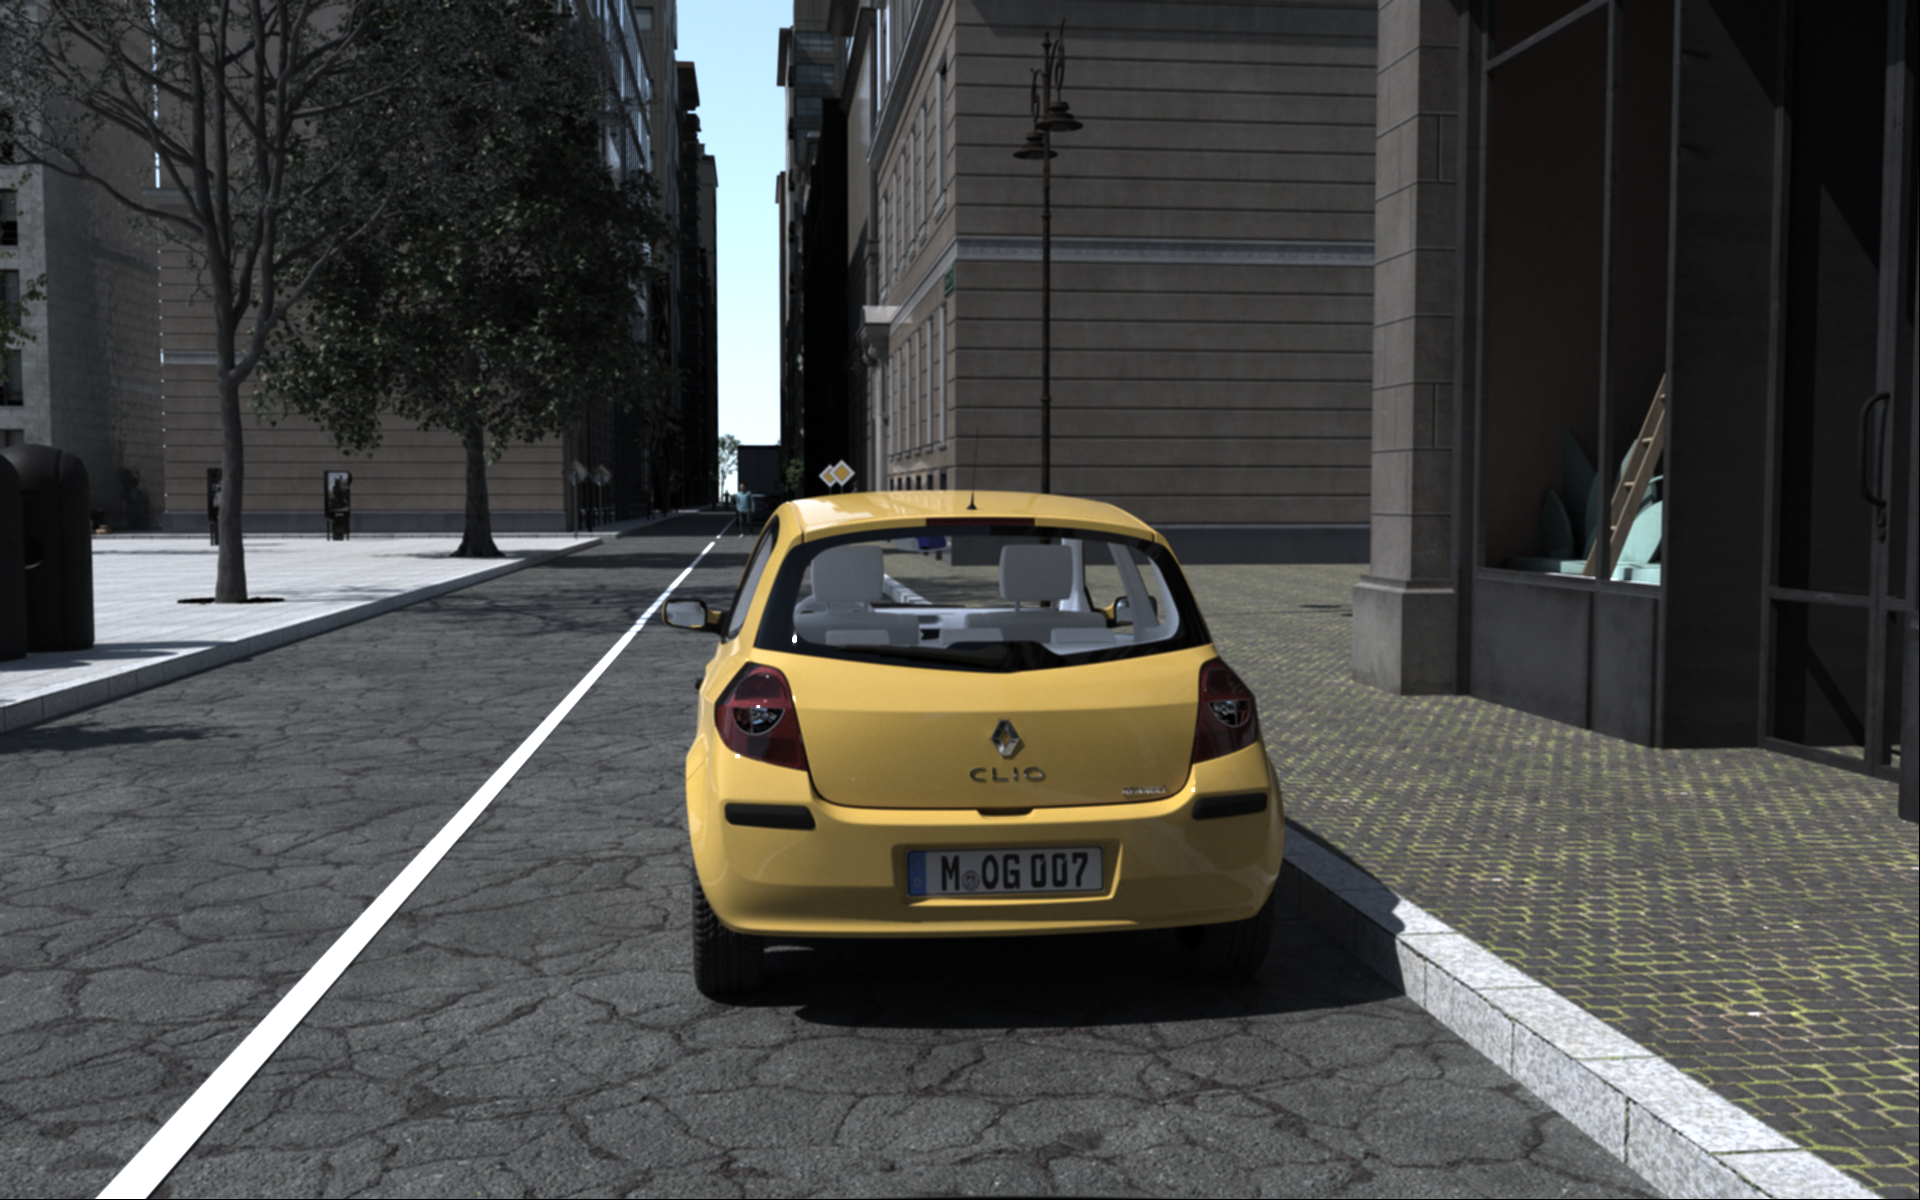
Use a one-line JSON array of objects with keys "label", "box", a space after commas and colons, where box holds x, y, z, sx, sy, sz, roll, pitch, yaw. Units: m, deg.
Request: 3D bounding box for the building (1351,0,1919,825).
[{"label": "building", "box": [7.252, -9.758, 10.459, 10.553, 20.767, 40.483, 0, 4, -7]}]

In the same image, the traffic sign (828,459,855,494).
[{"label": "traffic sign", "box": [-3.413, -2.837, 50.030, 0.795, 2.450, 0.064, 0, 4, -7]}]

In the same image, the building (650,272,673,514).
[{"label": "building", "box": [-27.406, -15.023, 113.085, 16.820, 18.784, 16.811, 0, 4, -7]}]

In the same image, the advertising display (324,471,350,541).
[{"label": "advertising display", "box": [-17.254, -2.617, 47.997, 0.123, 1.923, 0.974, 1, 4, 17]}]

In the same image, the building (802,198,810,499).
[{"label": "building", "box": [-2.747, -16.584, 100.820, 12.332, 23.373, 15.834, 0, 4, -7]}]

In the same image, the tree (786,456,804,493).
[{"label": "tree", "box": [-11.992, -9.262, 135.146, 4.285, 4.588, 4.351, 0, 3, 0]}]

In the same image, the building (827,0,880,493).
[{"label": "building", "box": [10.257, -14.298, 67.056, 30.059, 22.955, 16.112, 0, 4, -7]}]

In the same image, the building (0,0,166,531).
[{"label": "building", "box": [-37.463, -12.438, 58.109, 16.860, 20.320, 10.420, 0, 4, -7]}]

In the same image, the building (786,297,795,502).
[{"label": "building", "box": [-2.687, -19.756, 168.047, 27.650, 21.520, 28.899, 0, 4, -7]}]

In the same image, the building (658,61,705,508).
[{"label": "building", "box": [-36.933, -31.640, 171.944, 22.147, 44.769, 28.867, 0, 4, -7]}]

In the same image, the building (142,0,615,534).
[{"label": "building", "box": [-20.282, -17.077, 65.106, 13.634, 28.700, 20.117, 0, 4, -7]}]

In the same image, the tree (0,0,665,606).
[{"label": "tree", "box": [-8.468, -6.710, 20.084, 12.009, 13.543, 11.850, 0, 3, 0]}]

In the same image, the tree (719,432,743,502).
[{"label": "tree", "box": [-39.663, -22.263, 289.748, 9.928, 11.665, 9.643, 0, 3, 0]}]

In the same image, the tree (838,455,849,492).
[{"label": "tree", "box": [-4.591, -4.937, 75.325, 1.663, 3.219, 1.824, 0, 3, 0]}]

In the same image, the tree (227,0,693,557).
[{"label": "tree", "box": [-10.031, -7.234, 35.278, 9.611, 12.733, 9.660, 0, 3, 0]}]

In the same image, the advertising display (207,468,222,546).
[{"label": "advertising display", "box": [-18.567, -2.333, 43.359, 0.123, 1.923, 0.974, 0, 4, -1]}]

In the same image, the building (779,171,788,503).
[{"label": "building", "box": [-17.425, -35.761, 234.807, 14.600, 45.320, 14.200, 0, 4, -7]}]

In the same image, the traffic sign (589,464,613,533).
[{"label": "traffic sign", "box": [-11.837, -3.270, 57.106, 0.795, 2.450, 0.064, 0, 4, -7]}]

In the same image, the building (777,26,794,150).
[{"label": "building", "box": [-5.943, -37.067, 195.288, 28.713, 52.752, 27.495, 0, 4, -7]}]

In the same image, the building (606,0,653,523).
[{"label": "building", "box": [-22.428, -19.108, 89.908, 11.434, 29.767, 29.804, 0, 4, -7]}]

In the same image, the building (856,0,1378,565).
[{"label": "building", "box": [4.891, -15.565, 40.391, 13.634, 28.700, 20.117, 0, 4, -7]}]

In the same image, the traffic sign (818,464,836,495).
[{"label": "traffic sign", "box": [-4.342, -3.322, 57.961, 0.795, 2.450, 0.064, 0, 4, -7]}]

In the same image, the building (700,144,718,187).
[{"label": "building", "box": [-51.094, -41.148, 262.014, 28.713, 52.752, 27.495, 0, 4, -7]}]

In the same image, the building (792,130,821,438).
[{"label": "building", "box": [-4.374, -20.399, 120.917, 14.401, 28.519, 23.554, 0, 4, -7]}]

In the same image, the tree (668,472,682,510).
[{"label": "tree", "box": [-21.555, -8.234, 129.233, 1.663, 3.219, 1.824, 0, 3, 0]}]

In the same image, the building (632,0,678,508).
[{"label": "building", "box": [-37.282, -33.890, 143.339, 28.713, 52.752, 27.495, 0, 4, -7]}]

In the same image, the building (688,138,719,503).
[{"label": "building", "box": [-44.327, -37.588, 238.264, 21.300, 48.544, 21.600, 0, 4, -7]}]

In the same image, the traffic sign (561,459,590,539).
[{"label": "traffic sign", "box": [-10.908, -2.785, 49.175, 0.795, 2.450, 0.064, 0, 4, -7]}]

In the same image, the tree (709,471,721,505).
[{"label": "tree", "box": [-30.606, -13.751, 208.541, 4.285, 4.588, 4.351, 0, 3, 0]}]

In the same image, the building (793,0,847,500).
[{"label": "building", "box": [-6.887, -28.238, 145.289, 14.154, 41.232, 14.086, 0, 4, -7]}]

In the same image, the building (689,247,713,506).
[{"label": "building", "box": [-35.437, -25.838, 194.148, 14.160, 30.474, 14.107, 0, 4, -7]}]
